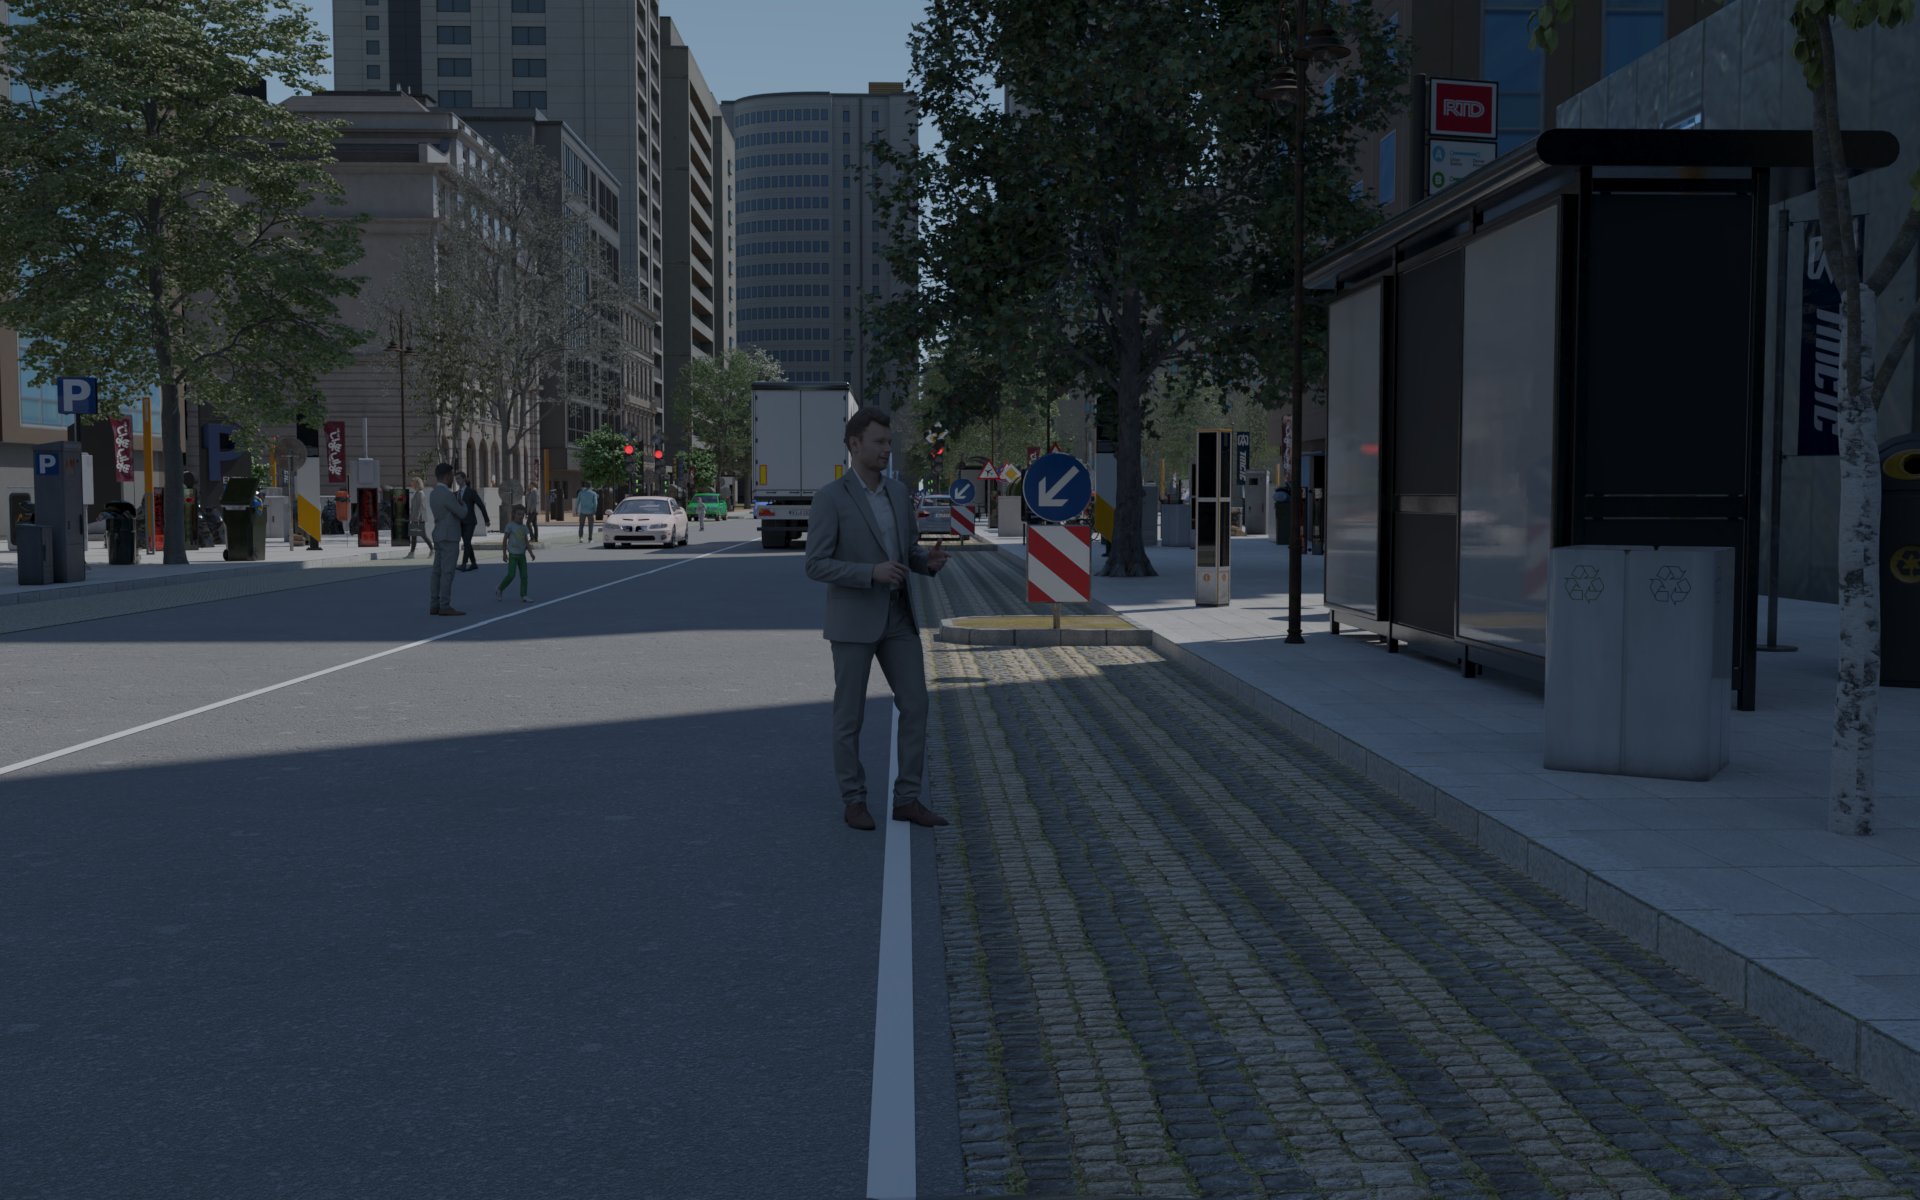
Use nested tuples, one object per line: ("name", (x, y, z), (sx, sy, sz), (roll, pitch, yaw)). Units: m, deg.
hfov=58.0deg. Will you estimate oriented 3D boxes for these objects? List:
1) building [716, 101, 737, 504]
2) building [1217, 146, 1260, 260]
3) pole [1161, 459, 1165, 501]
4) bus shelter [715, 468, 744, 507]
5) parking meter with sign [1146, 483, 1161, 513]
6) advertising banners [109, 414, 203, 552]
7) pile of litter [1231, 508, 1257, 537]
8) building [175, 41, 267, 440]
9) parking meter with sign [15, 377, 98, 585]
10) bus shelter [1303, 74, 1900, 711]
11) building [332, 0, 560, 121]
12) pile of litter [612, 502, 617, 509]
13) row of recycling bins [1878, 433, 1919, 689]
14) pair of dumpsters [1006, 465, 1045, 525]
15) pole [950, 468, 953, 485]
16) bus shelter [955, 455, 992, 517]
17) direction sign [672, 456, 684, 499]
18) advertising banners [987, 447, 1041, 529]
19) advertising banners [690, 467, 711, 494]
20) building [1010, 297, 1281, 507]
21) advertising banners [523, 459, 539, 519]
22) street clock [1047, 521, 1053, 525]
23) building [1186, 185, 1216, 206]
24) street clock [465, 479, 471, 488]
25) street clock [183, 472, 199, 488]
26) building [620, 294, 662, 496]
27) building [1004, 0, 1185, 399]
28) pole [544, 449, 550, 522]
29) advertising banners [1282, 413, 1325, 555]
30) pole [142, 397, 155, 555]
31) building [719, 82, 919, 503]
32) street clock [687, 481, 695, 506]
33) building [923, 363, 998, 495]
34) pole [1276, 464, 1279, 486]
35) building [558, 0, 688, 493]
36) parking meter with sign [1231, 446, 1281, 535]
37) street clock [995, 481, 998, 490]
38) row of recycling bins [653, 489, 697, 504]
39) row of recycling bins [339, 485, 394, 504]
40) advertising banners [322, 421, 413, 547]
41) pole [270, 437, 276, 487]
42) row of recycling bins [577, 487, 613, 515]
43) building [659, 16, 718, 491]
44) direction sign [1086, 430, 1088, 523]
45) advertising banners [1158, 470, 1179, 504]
("building", (-38.209, -35.608, 205.887), (21.600, 48.544, 21.300), (0, 4, -2))
("building", (43.232, -35.837, 209.644), (21.600, 48.544, 21.300), (0, 4, -2))
("pole", (11.651, -6.467, 99.578), (0.158, 3.312, 0.155), (0, 3, 0))
("bus shelter", (-18.417, -8.790, 137.645), (2.014, 3.302, 5.546), (0, 4, -2))
("parking meter with sign", (13.104, -7.520, 119.205), (1.738, 3.016, 0.543), (1, 4, 11))
("advertising banners", (-17.911, -2.594, 38.607), (0.090, 3.025, 2.074), (3, 4, 36))
("pile of litter", (8.179, -2.369, 52.698), (1.176, 0.858, 1.719), (-3, 4, -37))
("building", (-44.802, -15.737, 86.986), (15.834, 23.373, 12.332), (0, 4, -2))
("parking meter with sign", (-13.092, -1.762, 25.076), (0.543, 3.016, 1.738), (0, 4, -5))
("bus shelter", (4.233, -2.244, 14.314), (2.179, 5.291, 8.768), (0, 4, -2))
("building", (-60.239, -46.911, 205.238), (20.611, 71.187, 20.563), (0, 4, -2))
("pile of litter", (-18.184, -4.828, 92.894), (1.176, 0.858, 1.719), (-1, 4, -22))
("row of recycling bins", (7.135, -0.212, 10.579), (1.069, 1.692, 3.534), (-2, 4, -28))
("pair of dumpsters", (2.490, -3.508, 59.845), (1.574, 2.255, 4.437), (0, 4, -2))
("pole", (-0.627, -7.920, 123.330), (0.158, 3.312, 0.155), (0, 3, 0))
("bus shelter", (0.848, -6.050, 92.849), (2.014, 3.302, 5.546), (0, 4, -2))
("direction sign", (-16.751, -6.777, 102.798), (0.379, 3.537, 0.876), (3, 4, 37))
("advertising banners", (1.990, -4.157, 64.147), (2.074, 3.025, 0.090), (1, 4, 18))
("advertising banners", (-16.443, -6.947, 109.764), (2.074, 3.025, 0.090), (3, 4, 38))
("building", (19.614, -20.263, 176.342), (27.650, 21.520, 28.899), (0, 4, -2))
("advertising banners", (-21.733, -5.590, 87.590), (0.090, 3.025, 2.074), (-3, 4, -39))
("street clock", (1.855, -1.868, 35.109), (0.471, 2.002, 0.358), (1, 4, 12))
("building", (31.522, -36.657, 249.450), (14.200, 45.320, 14.600), (0, 4, -2))
("street clock", (-23.461, -4.773, 82.615), (0.358, 2.002, 0.471), (-1, 4, -13))
("street clock", (-25.167, -3.188, 56.687), (0.471, 2.002, 0.358), (1, 4, 16))
("building", (-30.470, -16.774, 138.880), (10.561, 19.102, 19.286), (0, 4, -2))
("building", (15.649, -40.466, 203.617), (21.231, 58.520, 28.212), (0, 4, -2))
("pole", (-18.876, -5.217, 79.140), (0.158, 3.312, 0.155), (0, 3, 0))
("advertising banners", (7.317, -2.495, 36.980), (0.090, 3.025, 2.074), (-1, 4, -15))
("pole", (-17.110, -2.611, 36.526), (0.158, 3.312, 0.155), (0, 3, 0))
("building", (-20.053, -43.343, 250.650), (28.212, 58.520, 21.231), (0, 4, -2))
("street clock", (-15.456, -5.803, 99.452), (0.358, 2.002, 0.471), (2, 4, 27))
("building", (9.089, -25.149, 256.229), (28.899, 21.520, 27.650), (0, 4, -2))
("pole", (21.387, -7.509, 116.610), (0.158, 3.312, 0.155), (0, 3, 0))
("building", (-36.065, -44.049, 158.450), (20.563, 71.187, 20.611), (0, 4, -2))
("parking meter with sign", (9.379, -3.573, 54.673), (1.738, 3.016, 0.543), (2, 4, 24))
("street clock", (2.061, -5.210, 89.759), (0.471, 2.002, 0.358), (-1, 4, -14))
("row of recycling bins", (-21.920, -7.747, 133.776), (3.534, 1.692, 1.069), (-1, 4, -20))
("row of recycling bins", (-26.160, -4.235, 76.353), (1.069, 1.692, 3.534), (1, 4, 15))
("advertising banners", (-14.307, -2.795, 41.887), (2.074, 3.025, 0.090), (-2, 4, -25))
("pole", (-24.595, -4.172, 62.053), (0.158, 3.312, 0.155), (0, 3, 0))
("row of recycling bins", (-22.526, -6.109, 106.998), (1.069, 1.692, 3.534), (-3, 5, -45))
("building", (-37.522, -34.057, 180.536), (21.300, 48.544, 21.600), (0, 4, -2))
("direction sign", (4.521, -4.257, 61.604), (0.379, 3.537, 0.876), (0, 4, 7))
("advertising banners", (15.330, -8.052, 127.831), (2.074, 3.025, 0.090), (-3, 5, -41))
